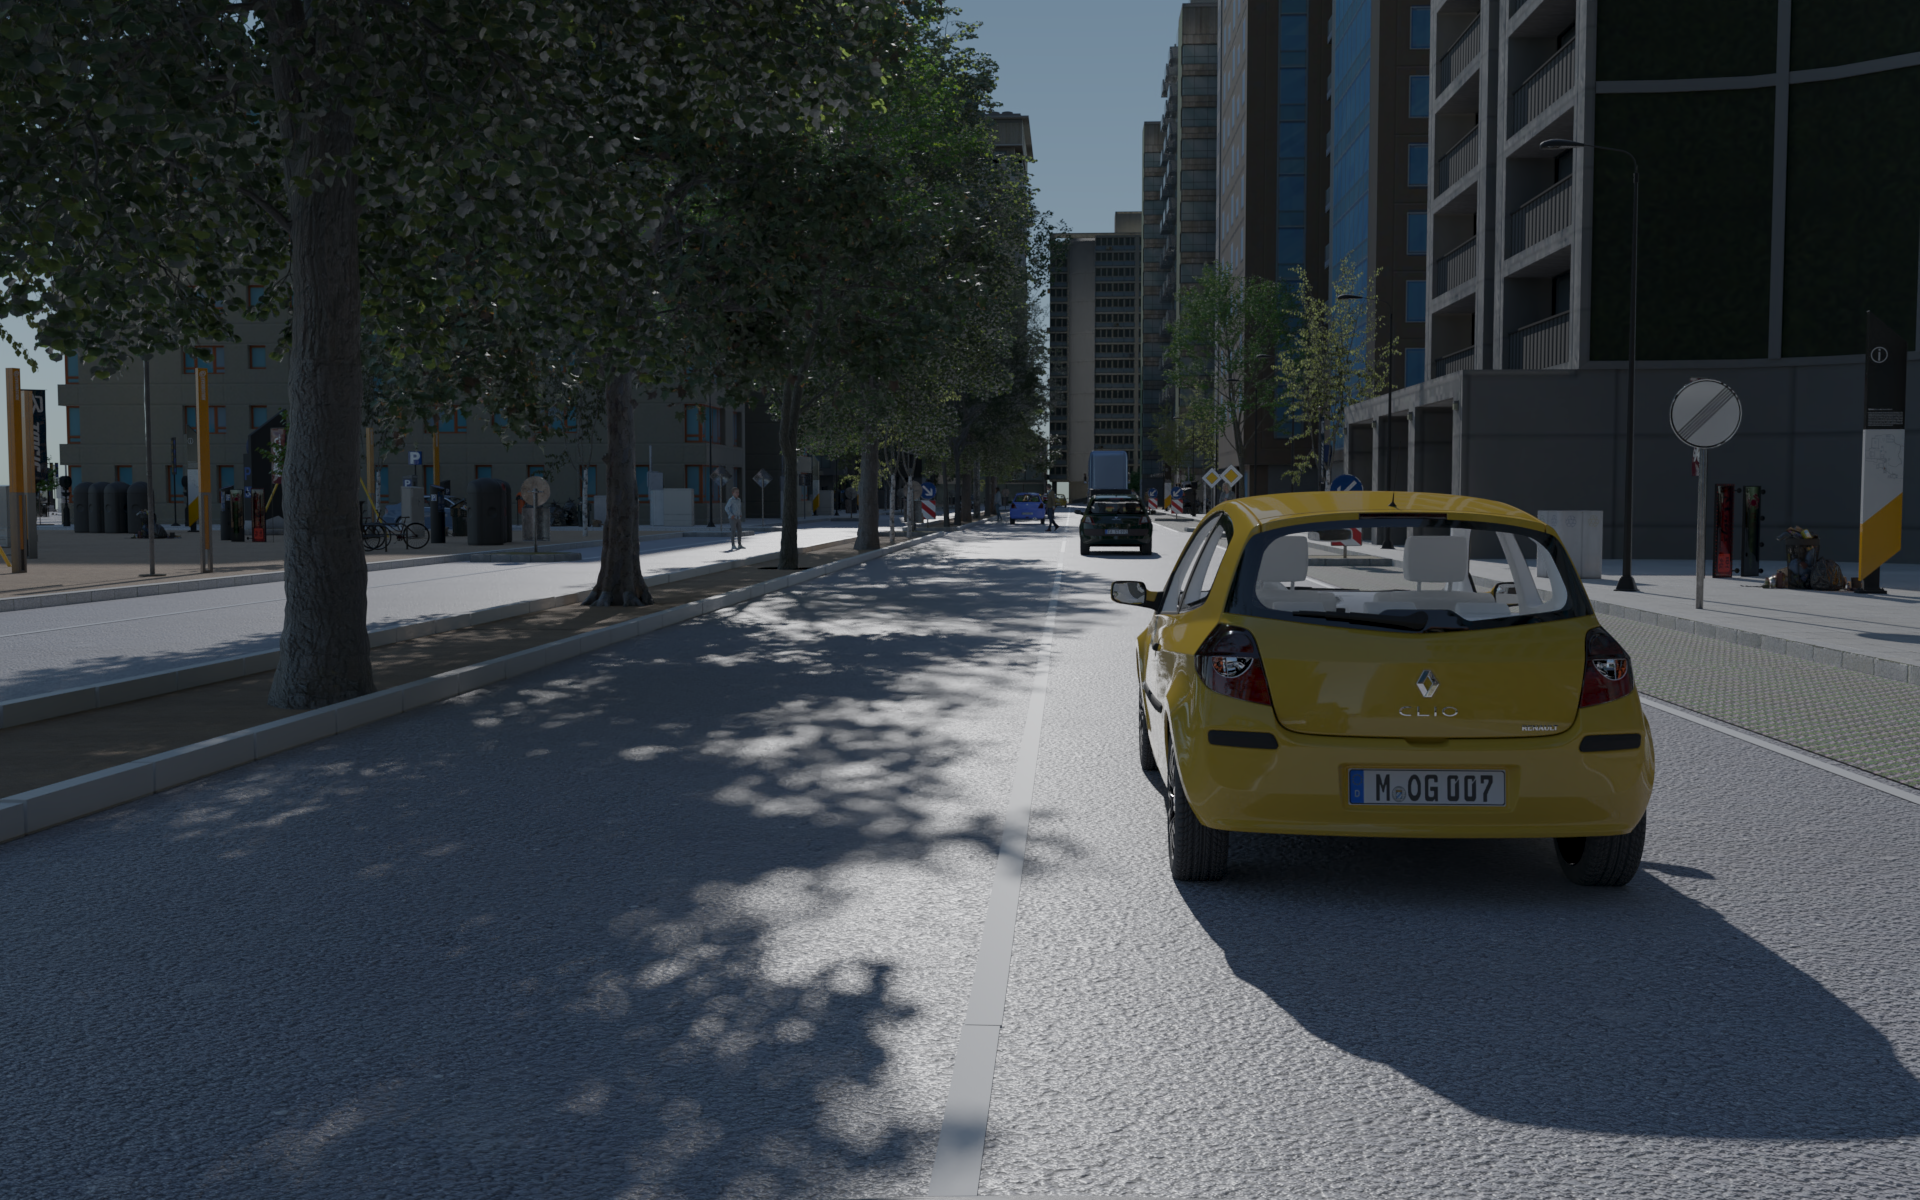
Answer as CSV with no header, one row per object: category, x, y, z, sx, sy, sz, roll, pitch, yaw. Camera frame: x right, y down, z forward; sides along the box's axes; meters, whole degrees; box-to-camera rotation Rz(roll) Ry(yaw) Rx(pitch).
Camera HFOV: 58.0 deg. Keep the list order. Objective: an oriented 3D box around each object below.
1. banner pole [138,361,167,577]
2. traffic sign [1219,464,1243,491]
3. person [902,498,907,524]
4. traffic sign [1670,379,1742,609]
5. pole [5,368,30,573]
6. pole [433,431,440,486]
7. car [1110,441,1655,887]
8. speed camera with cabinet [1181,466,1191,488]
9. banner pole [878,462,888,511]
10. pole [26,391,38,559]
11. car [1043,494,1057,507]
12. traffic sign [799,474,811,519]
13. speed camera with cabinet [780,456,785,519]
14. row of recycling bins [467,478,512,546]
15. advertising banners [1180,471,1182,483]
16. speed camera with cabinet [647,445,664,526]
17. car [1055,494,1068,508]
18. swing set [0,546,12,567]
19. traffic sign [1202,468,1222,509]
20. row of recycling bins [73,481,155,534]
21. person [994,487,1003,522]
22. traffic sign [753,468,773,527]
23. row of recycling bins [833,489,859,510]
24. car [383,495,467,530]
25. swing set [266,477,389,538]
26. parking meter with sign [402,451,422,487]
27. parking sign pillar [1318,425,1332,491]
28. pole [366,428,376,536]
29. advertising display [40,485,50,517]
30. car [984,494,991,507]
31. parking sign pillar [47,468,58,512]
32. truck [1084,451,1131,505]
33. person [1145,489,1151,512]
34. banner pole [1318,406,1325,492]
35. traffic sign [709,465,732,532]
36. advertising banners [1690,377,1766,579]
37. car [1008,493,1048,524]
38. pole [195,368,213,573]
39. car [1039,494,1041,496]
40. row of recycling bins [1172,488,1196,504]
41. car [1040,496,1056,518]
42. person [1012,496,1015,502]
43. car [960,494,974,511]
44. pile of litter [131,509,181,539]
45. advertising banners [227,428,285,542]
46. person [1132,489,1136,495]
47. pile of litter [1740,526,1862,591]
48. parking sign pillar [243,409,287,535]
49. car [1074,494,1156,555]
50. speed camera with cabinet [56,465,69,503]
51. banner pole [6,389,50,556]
banner pole,-12.729,-2.271,27.153,0.401,3.779,0.863,-2,4,-29
traffic sign,9.059,-3.320,57.921,0.795,2.450,0.064,0,4,4
person,-2.472,-4.512,82.470,0.583,1.804,0.606,-1,4,-9
traffic sign,8.266,-1.173,19.287,0.768,2.556,0.104,0,4,6
pole,-15.299,-2.093,28.072,0.158,3.312,0.155,0,3,0
pole,-16.786,-3.774,55.552,0.158,3.312,0.155,0,3,0
car,1.702,0.149,7.792,2.015,1.641,3.980,0,4,3
speed camera with cabinet,16.063,-7.934,124.060,0.660,3.252,2.038,0,4,-3
banner pole,-6.018,-8.811,134.071,0.863,3.779,0.401,0,4,1
pole,-18.409,-2.472,34.254,0.158,3.312,0.155,0,3,0
car,9.723,-11.027,189.329,2.155,1.783,4.494,0,4,4
traffic sign,-7.976,-5.310,88.941,0.606,2.300,0.079,0,4,6
speed camera with cabinet,-8.867,-5.751,88.364,0.660,3.252,2.038,0,4,-5
row of recycling bins,-12.174,-2.300,44.723,1.069,1.692,3.534,-1,4,-10
advertising banners,16.645,-8.144,129.350,0.090,3.025,2.074,1,4,21
speed camera with cabinet,-12.212,-4.622,69.908,0.660,3.252,2.038,-1,4,-16
car,10.442,-10.574,183.111,2.015,1.641,3.980,0,4,5
swing set,-17.458,-1.889,28.510,2.862,2.851,3.119,-1,4,-23
traffic sign,9.576,-3.807,65.890,0.795,2.450,0.064,0,4,4
row of recycling bins,-27.809,-3.044,56.879,3.534,1.692,1.069,2,4,29
person,2.006,-5.001,90.527,0.793,1.790,0.793,-3,4,-38
traffic sign,-7.631,-3.876,67.022,0.795,2.450,0.064,0,4,4
row of recycling bins,-8.997,-8.131,140.048,3.534,1.692,1.069,3,5,41
car,-18.994,-3.186,64.091,4.499,1.417,2.014,0,4,3
swing set,-18.329,-3.194,49.845,2.862,2.851,3.119,0,4,2
parking meter with sign,-22.194,-4.499,69.816,0.543,3.016,1.738,0,4,0
parking sign pillar,14.437,-4.899,68.567,1.447,3.967,1.447,1,4,17
pole,-18.148,-3.639,53.340,0.158,3.312,0.155,0,3,0
advertising display,-50.677,-5.546,95.898,0.974,1.923,0.123,3,5,39
car,3.610,-11.120,191.593,2.009,1.686,4.222,0,4,3
parking sign pillar,-66.190,-8.372,125.347,1.447,3.967,1.447,0,4,0
truck,8.976,-6.880,102.244,2.967,4.110,18.799,0,4,3
person,14.623,-7.688,134.113,0.656,1.842,0.836,0,4,0
banner pole,10.268,-3.623,49.247,0.401,3.779,0.863,0,4,1
traffic sign,-8.148,-3.389,59.054,0.795,2.450,0.064,0,4,4
advertising banners,11.699,-1.851,26.447,2.074,3.025,0.090,-2,4,-35
car,3.252,-4.504,83.224,1.945,1.707,3.694,0,4,3
pole,-12.277,-2.097,28.131,0.158,3.312,0.155,0,3,0
car,5.606,-7.473,132.413,2.015,1.641,3.980,0,4,2
row of recycling bins,15.419,-6.832,118.815,1.069,1.692,3.534,0,4,-8
car,4.677,-5.463,101.892,1.945,1.354,3.894,0,4,5
person,3.251,-5.676,105.586,0.425,1.301,0.394,-2,4,-30
car,0.674,-8.441,147.793,2.009,1.686,4.222,0,4,2
pile of litter,-23.329,-2.210,50.095,1.719,0.858,1.176,2,4,30
advertising banners,-18.699,-3.051,46.074,2.074,3.025,0.090,2,4,23
person,13.909,-7.929,137.981,0.795,1.843,0.661,3,5,40
pile of litter,11.515,-0.584,23.506,1.176,0.858,1.719,-1,4,-22
parking sign pillar,-21.748,-4.024,54.257,1.447,3.967,1.447,2,4,33
car,3.772,-1.972,42.036,2.009,1.686,4.222,0,4,4
speed camera with cabinet,-45.939,-5.865,90.230,0.660,3.252,2.038,3,4,38
banner pole,-19.579,-2.832,36.324,0.863,3.779,0.401,-2,4,-31
